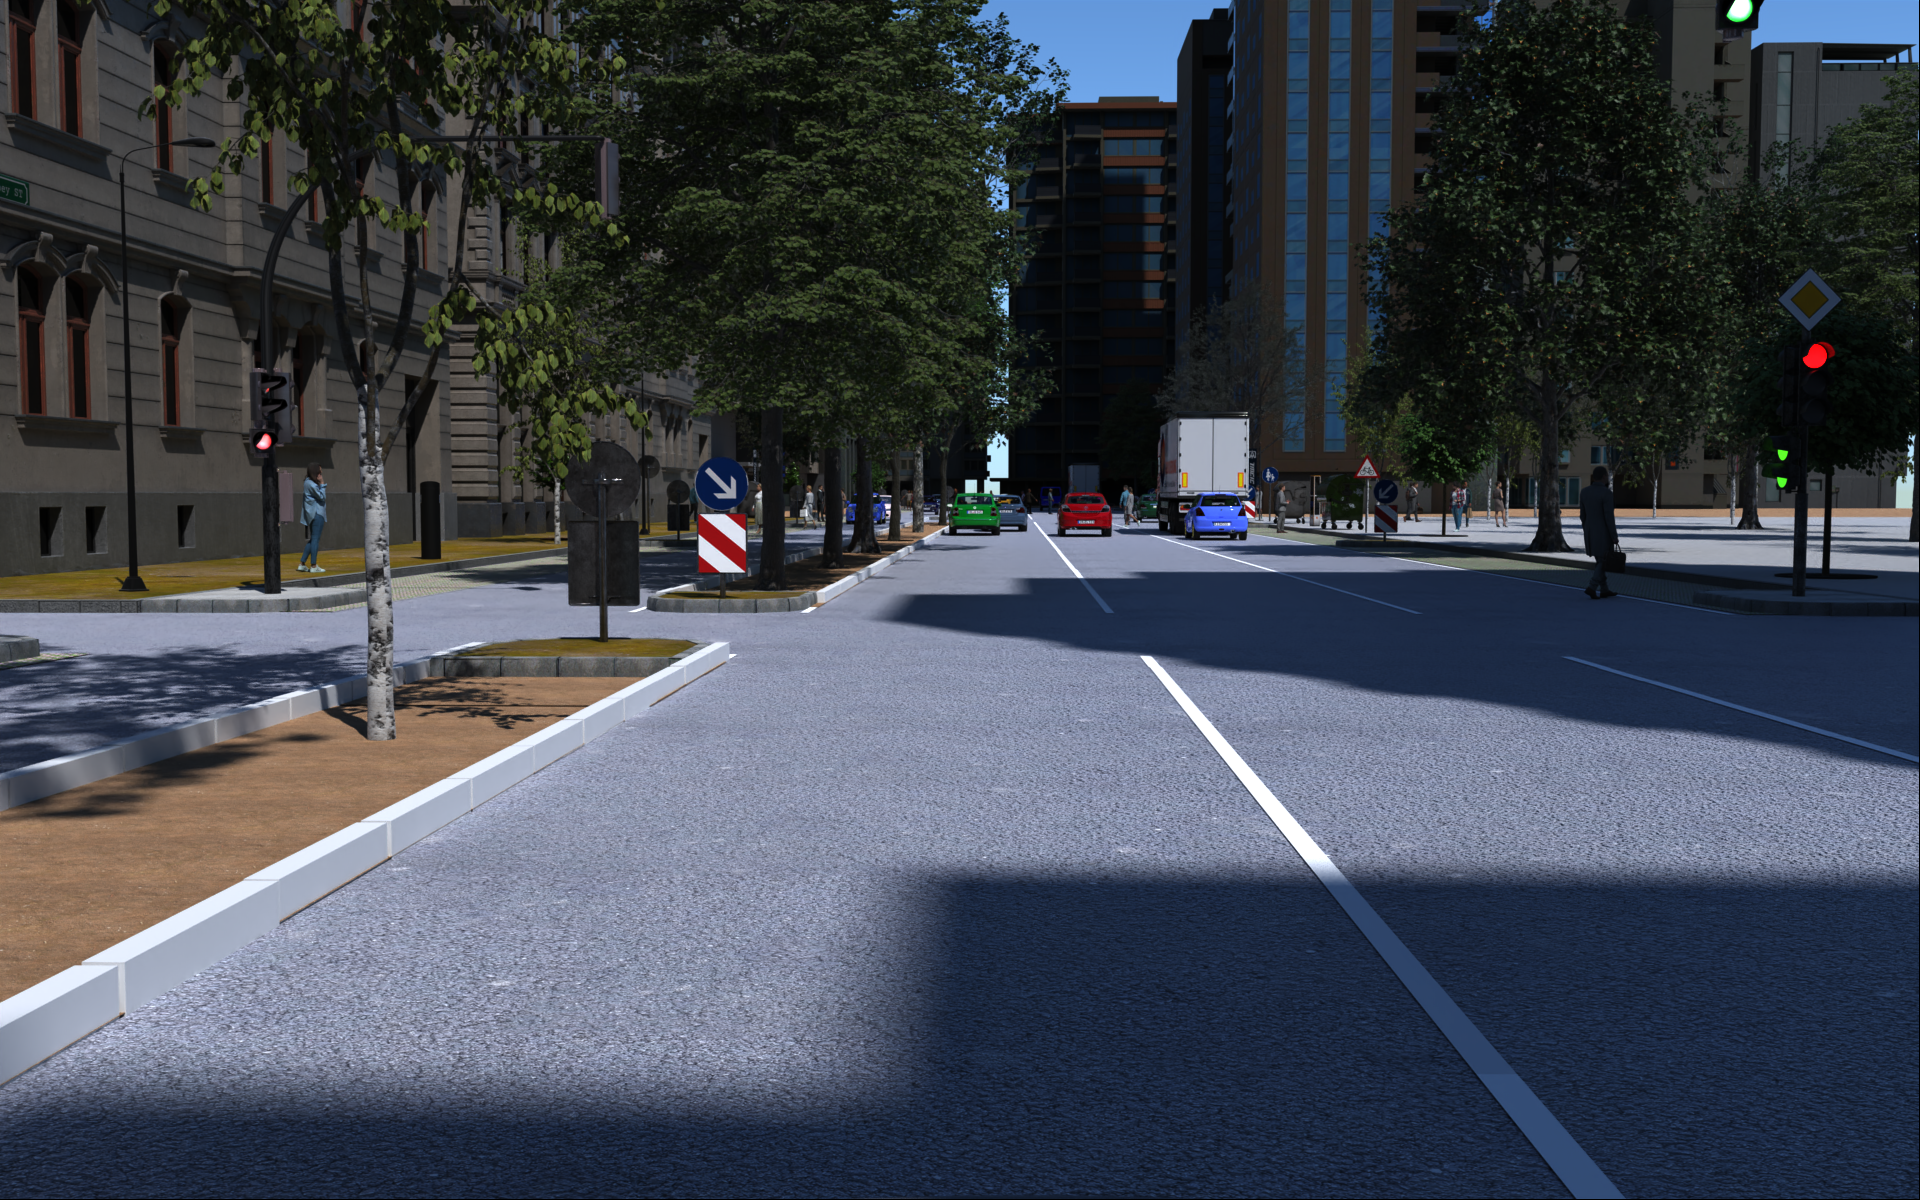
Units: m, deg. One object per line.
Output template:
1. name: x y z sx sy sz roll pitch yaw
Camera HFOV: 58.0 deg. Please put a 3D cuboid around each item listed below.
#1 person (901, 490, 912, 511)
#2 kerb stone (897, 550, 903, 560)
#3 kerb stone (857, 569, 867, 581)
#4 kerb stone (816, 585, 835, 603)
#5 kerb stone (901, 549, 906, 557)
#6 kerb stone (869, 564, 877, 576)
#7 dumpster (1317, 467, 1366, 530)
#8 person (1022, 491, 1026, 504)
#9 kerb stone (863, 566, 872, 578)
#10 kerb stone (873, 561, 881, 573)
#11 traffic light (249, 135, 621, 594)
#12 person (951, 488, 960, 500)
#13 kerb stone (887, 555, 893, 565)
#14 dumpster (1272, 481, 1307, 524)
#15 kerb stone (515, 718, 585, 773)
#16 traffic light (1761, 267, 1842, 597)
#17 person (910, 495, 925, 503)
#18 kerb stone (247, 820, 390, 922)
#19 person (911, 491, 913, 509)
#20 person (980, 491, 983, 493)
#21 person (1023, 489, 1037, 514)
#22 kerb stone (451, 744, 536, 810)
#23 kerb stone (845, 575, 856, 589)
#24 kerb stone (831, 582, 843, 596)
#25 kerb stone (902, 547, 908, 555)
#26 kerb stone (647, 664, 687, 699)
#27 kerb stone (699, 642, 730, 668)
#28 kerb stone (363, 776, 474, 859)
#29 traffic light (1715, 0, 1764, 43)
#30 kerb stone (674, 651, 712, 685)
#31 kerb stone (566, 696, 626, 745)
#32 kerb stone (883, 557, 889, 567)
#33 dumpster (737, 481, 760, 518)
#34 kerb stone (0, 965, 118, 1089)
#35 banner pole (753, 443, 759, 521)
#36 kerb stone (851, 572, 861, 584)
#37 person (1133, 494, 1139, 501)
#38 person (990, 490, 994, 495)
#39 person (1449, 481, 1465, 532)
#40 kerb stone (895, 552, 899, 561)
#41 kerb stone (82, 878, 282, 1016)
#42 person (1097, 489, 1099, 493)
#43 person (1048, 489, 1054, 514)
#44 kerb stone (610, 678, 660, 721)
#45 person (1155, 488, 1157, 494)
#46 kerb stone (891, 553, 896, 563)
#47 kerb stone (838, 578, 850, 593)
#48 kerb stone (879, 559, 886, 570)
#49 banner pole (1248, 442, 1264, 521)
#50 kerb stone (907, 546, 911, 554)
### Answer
1. person: -4.363 -8.557 148.404 1.348 1.824 0.705 0 4 -5
2. kerb stone: -1.391 -0.933 37.539 0.120 0.150 1.000 0 4 2
3. kerb stone: -1.660 -0.372 28.302 0.120 0.150 1.000 0 4 2
4. kerb stone: -1.812 -0.059 23.160 0.120 0.150 1.000 0 4 2
5. kerb stone: -1.360 -0.999 38.561 0.120 0.150 1.000 0 4 2
6. kerb stone: -1.603 -0.499 30.354 0.120 0.150 1.000 0 4 2
7. dumpster: 13.838 -3.685 62.736 1.502 2.255 1.985 0 4 2
8. person: 5.368 -8.502 148.442 0.436 1.711 0.756 -1 4 -8
9. kerb stone: -1.634 -0.431 29.325 0.120 0.150 1.000 0 4 2
10. kerb stone: -1.566 -0.562 31.378 0.120 0.150 1.000 0 4 2
11. traffic light: -6.743 -2.905 22.164 4.771 5.953 1.251 0 4 2
12. person: -0.262 -5.920 105.309 0.705 1.821 1.348 -3 5 -43
13. kerb stone: -1.483 -0.750 34.452 0.120 0.150 1.000 0 4 2
14. dumpster: 14.245 -4.219 74.735 1.264 1.857 1.865 0 4 1
15. kerb stone: -2.219 0.788 9.350 0.120 0.150 1.000 0 4 2
16. traffic light: 10.517 -2.001 21.641 0.839 4.253 0.868 0 4 2
17. person: -2.499 -5.608 100.159 0.705 1.831 1.348 2 4 35
18. kerb stone: -2.313 0.975 6.273 0.120 0.150 1.000 0 4 2
19. person: -4.401 -9.127 158.438 1.217 1.743 0.721 1 4 12
20. person: 1.905 -8.857 154.119 0.445 1.727 0.742 1 4 17
21. person: 4.977 -7.056 123.999 1.348 1.807 0.705 3 5 44
22. kerb stone: -2.248 0.849 8.328 0.120 0.150 1.000 0 4 2
23. kerb stone: -1.722 -0.244 26.247 0.120 0.150 1.000 0 4 2
24. kerb stone: -1.785 -0.121 24.195 0.120 0.150 1.000 0 4 2
25. kerb stone: -1.331 -1.063 39.583 0.120 0.150 1.000 0 4 2
26. kerb stone: -2.132 0.604 12.432 0.120 0.150 1.000 0 4 2
27. kerb stone: -2.068 0.472 14.486 0.120 0.150 1.000 0 4 2
28. kerb stone: -2.277 0.911 7.301 0.120 0.150 1.000 0 4 2
29. traffic light: 8.189 -2.380 13.579 4.771 5.953 1.251 0 4 2
30. kerb stone: -2.097 0.534 13.460 0.120 0.150 1.000 0 4 2
31. kerb stone: -2.186 0.723 10.375 0.120 0.150 1.000 0 4 2
32. kerb stone: -1.508 -0.687 33.431 0.120 0.150 1.000 0 4 2
33. dumpster: -9.366 -4.369 77.188 1.264 1.857 1.865 0 4 2
34. kerb stone: -2.370 1.102 4.228 0.120 0.150 1.000 0 4 2
35. banner pole: -9.628 -5.615 81.819 0.401 3.779 0.863 1 4 13
36. kerb stone: -1.698 -0.307 27.279 0.120 0.150 1.000 0 4 2
37. person: 13.917 -7.613 136.160 0.799 1.438 0.628 -1 4 -11
38. person: 2.531 -8.177 142.913 1.217 1.735 0.721 1 4 20
39. person: 16.951 -3.189 59.025 0.643 1.720 0.563 -2 4 -34
40. kerb stone: -1.426 -0.871 36.518 0.120 0.150 1.000 0 4 2
41. kerb stone: -2.333 1.036 5.249 0.120 0.150 1.000 0 4 2
42. person: 11.304 -8.155 141.916 1.350 1.814 0.705 -1 4 -15
43. person: 6.428 -6.982 122.731 0.705 1.814 1.350 0 4 -6
44. kerb stone: -2.155 0.660 11.400 0.120 0.150 1.000 0 4 2
45. person: 11.543 -5.620 100.923 0.617 1.759 0.750 -2 4 -29
46. kerb stone: -1.452 -0.813 35.491 0.120 0.150 1.000 0 4 2
47. kerb stone: -1.750 -0.180 25.216 0.120 0.150 1.000 0 4 2
48. kerb stone: -1.537 -0.621 32.409 0.120 0.150 1.000 0 4 2
49. banner pole: 14.237 -5.719 83.521 0.863 3.779 0.401 2 4 25
50. kerb stone: -1.303 -1.126 40.610 0.120 0.150 1.000 0 4 2
